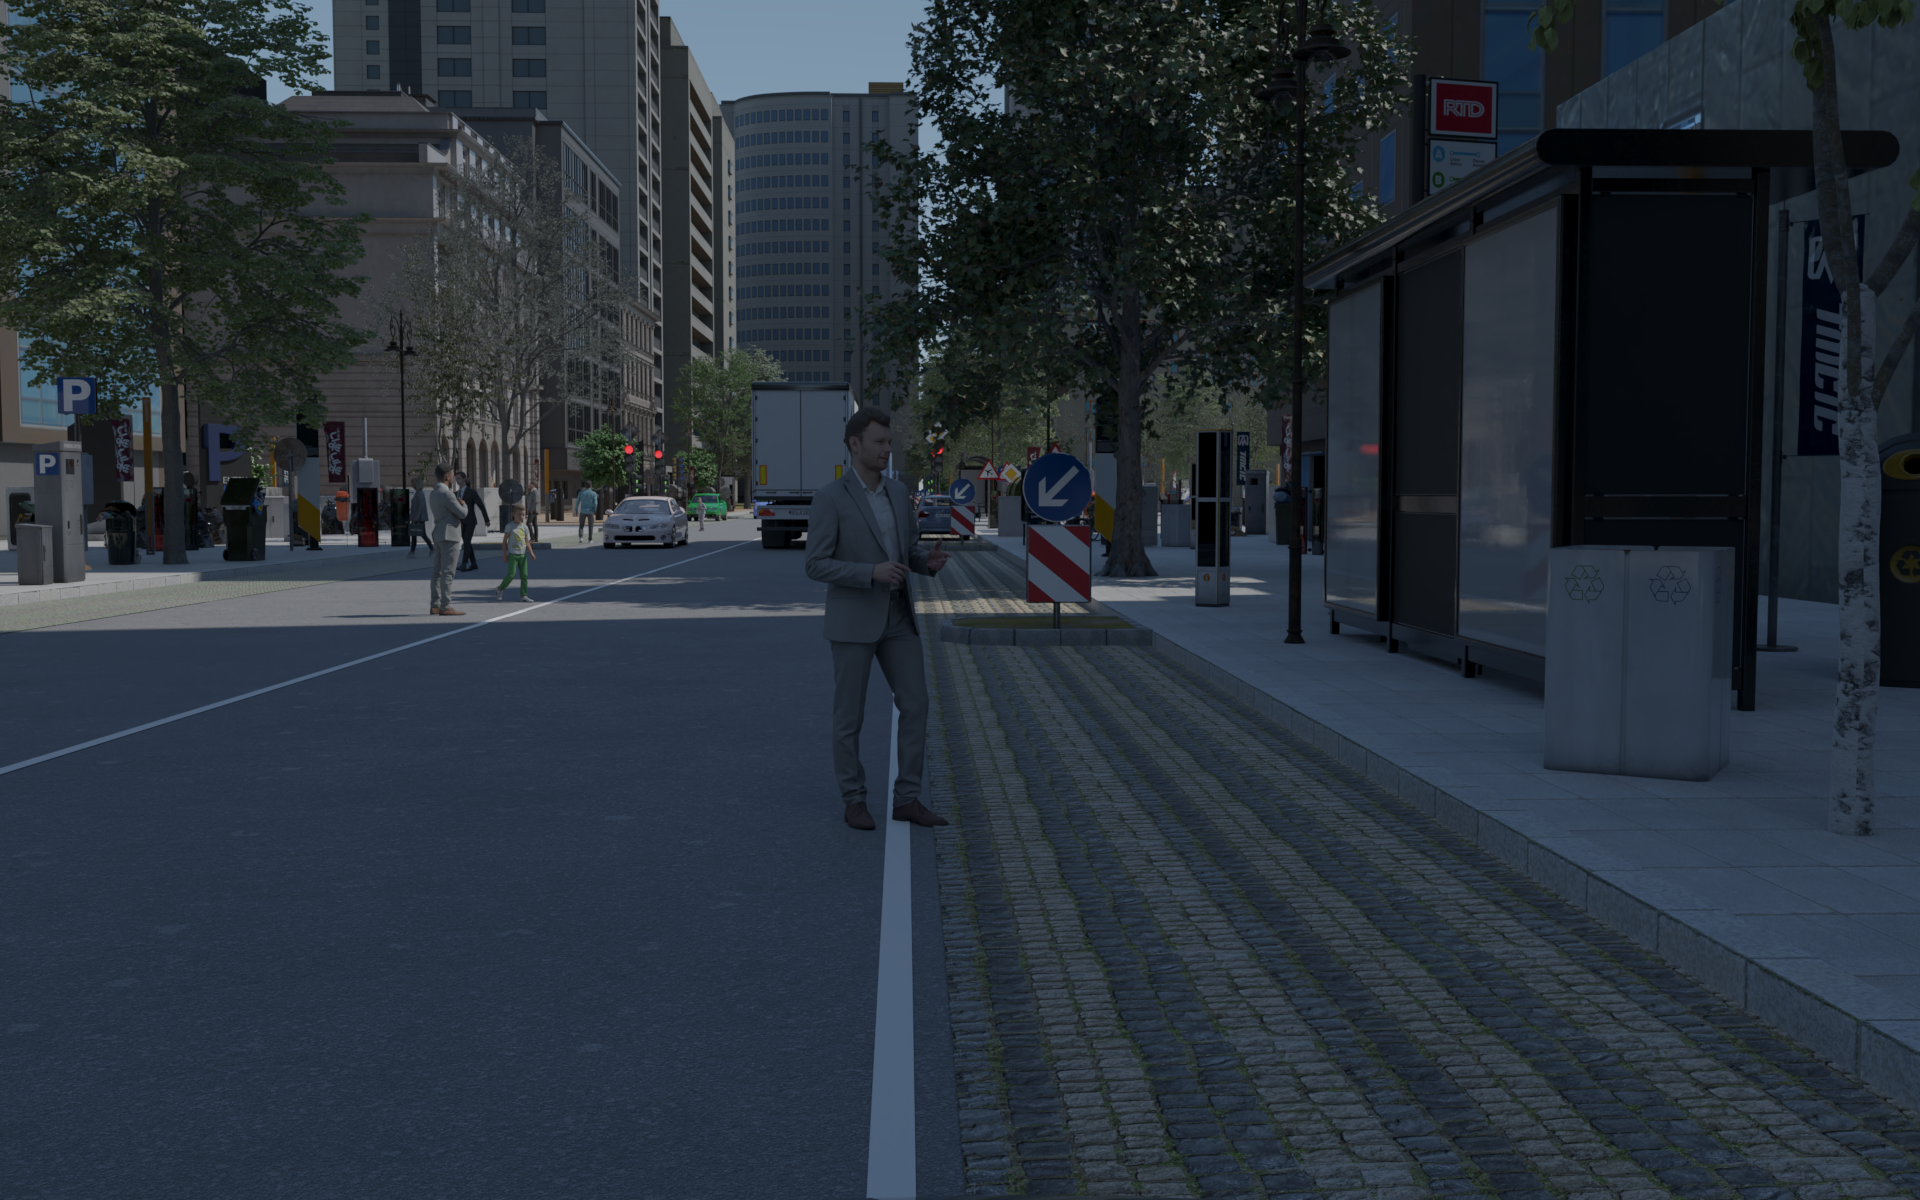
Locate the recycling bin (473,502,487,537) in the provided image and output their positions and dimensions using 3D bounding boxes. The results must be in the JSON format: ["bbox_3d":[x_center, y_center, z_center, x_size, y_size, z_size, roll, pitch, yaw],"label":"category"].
[{"bbox_3d":[-14.768,-2.439,52.439,0.722,1.027,0.722,-2,4,-30],"label":"recycling bin"}]

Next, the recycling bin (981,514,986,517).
[{"bbox_3d":[1.221,-5.234,98.131,0.722,1.027,0.722,1,4,12],"label":"recycling bin"}]

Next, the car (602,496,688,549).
[{"bbox_3d":[-8.509,-2.126,47.116,2.083,1.381,4.827,0,4,-2],"label":"car"}]

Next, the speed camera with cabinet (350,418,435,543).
[{"bbox_3d":[-14.890,-3.124,45.415,2.038,3.252,0.660,-2,4,-26],"label":"speed camera with cabinet"}]

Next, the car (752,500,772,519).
[{"bbox_3d":[-11.030,-5.548,100.304,1.945,1.707,3.694,0,4,-2],"label":"car"}]

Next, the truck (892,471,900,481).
[{"bbox_3d":[-7.838,-12.509,194.276,2.967,4.110,18.799,0,4,-2],"label":"truck"}]

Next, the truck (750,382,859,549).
[{"bbox_3d":[-4.154,-3.668,48.882,2.839,4.237,11.283,0,4,-2],"label":"truck"}]

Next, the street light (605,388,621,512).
[{"bbox_3d":[-14.965,-6.236,74.752,0.468,5.910,1.993,0,4,-2],"label":"street light"}]

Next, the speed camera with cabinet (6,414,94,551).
[{"bbox_3d":[-20.467,-2.725,38.893,2.038,3.252,0.660,1,4,20],"label":"speed camera with cabinet"}]

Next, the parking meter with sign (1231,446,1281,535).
[{"bbox_3d":[9.379,-3.573,54.673,1.738,3.016,0.543,2,4,24],"label":"parking meter with sign"}]

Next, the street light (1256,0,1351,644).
[{"bbox_3d":[2.879,-2.565,14.728,0.468,5.910,1.993,0,4,-2],"label":"street light"}]

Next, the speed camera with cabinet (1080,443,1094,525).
[{"bbox_3d":[4.768,-4.465,67.335,0.660,3.252,2.038,0,4,-4],"label":"speed camera with cabinet"}]

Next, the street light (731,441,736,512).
[{"bbox_3d":[-16.568,-9.398,126.440,0.468,5.910,1.993,0,4,-2],"label":"street light"}]

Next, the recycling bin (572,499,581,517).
[{"bbox_3d":[-21.593,-5.257,98.511,0.722,1.027,0.722,-2,4,-32],"label":"recycling bin"}]

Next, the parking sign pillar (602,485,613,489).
[{"bbox_3d":[-21.982,-7.416,109.729,1.447,3.967,1.447,0,4,-4],"label":"parking sign pillar"}]

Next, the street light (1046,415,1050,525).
[{"bbox_3d":[2.067,-4.140,40.470,0.468,5.910,1.993,0,4,-2],"label":"street light"}]

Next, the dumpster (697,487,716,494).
[{"bbox_3d":[-18.582,-7.403,126.799,1.264,1.857,1.865,0,4,-2],"label":"dumpster"}]

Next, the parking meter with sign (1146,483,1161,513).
[{"bbox_3d":[13.104,-7.520,119.205,1.738,3.016,0.543,1,4,11],"label":"parking meter with sign"}]

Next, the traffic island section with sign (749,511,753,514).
[{"bbox_3d":[-14.289,-7.194,126.250,1.989,1.847,2.006,0,4,-2],"label":"traffic island section with sign"}]

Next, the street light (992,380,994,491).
[{"bbox_3d":[1.249,-5.711,66.159,0.468,5.910,1.993,0,4,-2],"label":"street light"}]

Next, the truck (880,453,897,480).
[{"bbox_3d":[-4.846,-6.229,91.597,2.967,4.110,18.799,0,4,-2],"label":"truck"}]

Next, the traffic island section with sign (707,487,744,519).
[{"bbox_3d":[-13.420,-5.546,99.308,1.989,1.847,2.006,0,4,-2],"label":"traffic island section with sign"}]

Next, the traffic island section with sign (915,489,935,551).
[{"bbox_3d":[-0.073,-2.172,44.144,1.989,1.847,2.006,0,4,-2],"label":"traffic island section with sign"}]

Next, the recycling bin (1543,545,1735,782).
[{"bbox_3d":[3.202,0.269,8.158,0.722,1.027,0.722,2,4,32],"label":"recycling bin"}]

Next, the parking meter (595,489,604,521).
[{"bbox_3d":[-18.956,-5.061,91.159,0.372,1.533,0.369,0,3,0],"label":"parking meter"}]

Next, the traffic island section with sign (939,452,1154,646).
[{"bbox_3d":[0.796,-0.522,17.166,1.989,1.847,2.006,0,4,-2],"label":"traffic island section with sign"}]

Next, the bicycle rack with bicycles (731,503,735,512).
[{"bbox_3d":[-17.710,-6.729,123.405,2.925,0.926,2.852,0,4,3],"label":"bicycle rack with bicycles"}]

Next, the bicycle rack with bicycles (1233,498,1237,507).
[{"bbox_3d":[22.700,-8.311,149.265,2.852,0.926,2.925,0,4,1],"label":"bicycle rack with bicycles"}]

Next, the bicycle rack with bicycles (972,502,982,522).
[{"bbox_3d":[1.545,-4.090,80.259,2.852,0.926,2.925,0,4,-7],"label":"bicycle rack with bicycles"}]

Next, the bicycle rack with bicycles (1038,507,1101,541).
[{"bbox_3d":[3.166,-2.071,47.241,2.925,0.926,2.852,-1,4,-15],"label":"bicycle rack with bicycles"}]

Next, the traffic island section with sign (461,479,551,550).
[{"bbox_3d":[-11.664,-2.210,44.756,1.989,1.847,2.006,0,4,-2],"label":"traffic island section with sign"}]

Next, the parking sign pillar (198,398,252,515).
[{"bbox_3d":[-20.469,-3.658,48.278,1.447,3.967,1.447,3,5,42],"label":"parking sign pillar"}]

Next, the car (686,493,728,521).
[{"bbox_3d":[-13.384,-5.062,91.562,1.959,1.807,4.718,0,4,-1],"label":"car"}]

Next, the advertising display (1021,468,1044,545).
[{"bbox_3d":[1.835,-2.351,43.655,0.123,1.923,0.974,2,4,33],"label":"advertising display"}]

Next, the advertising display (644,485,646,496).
[{"bbox_3d":[-23.422,-7.429,126.679,0.974,1.923,0.123,-1,4,-10],"label":"advertising display"}]

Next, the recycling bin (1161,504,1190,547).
[{"bbox_3d":[5.393,-1.817,42.255,0.722,1.027,0.722,-2,4,-26],"label":"recycling bin"}]

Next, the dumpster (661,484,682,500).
[{"bbox_3d":[-17.468,-6.029,104.337,1.264,1.857,1.865,0,4,-2],"label":"dumpster"}]

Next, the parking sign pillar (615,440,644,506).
[{"bbox_3d":[-16.208,-5.913,85.157,1.447,3.967,1.447,-1,4,-12],"label":"parking sign pillar"}]

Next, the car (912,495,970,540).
[{"bbox_3d":[-0.600,-2.598,54.472,2.014,1.417,4.499,0,4,-2],"label":"car"}]

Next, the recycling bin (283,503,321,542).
[{"bbox_3d":[-17.731,-2.088,46.691,0.722,1.027,0.722,1,4,10],"label":"recycling bin"}]

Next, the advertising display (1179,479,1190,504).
[{"bbox_3d":[9.853,-4.335,76.085,0.123,1.923,0.974,2,4,31],"label":"advertising display"}]

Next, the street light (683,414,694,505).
[{"bbox_3d":[-15.764,-7.826,100.751,0.468,5.910,1.993,0,4,-2],"label":"street light"}]

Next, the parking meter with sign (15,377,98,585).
[{"bbox_3d":[-13.092,-1.762,25.076,0.543,3.016,1.738,0,4,-5],"label":"parking meter with sign"}]

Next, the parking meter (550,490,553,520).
[{"bbox_3d":[-20.166,-4.747,86.016,0.372,1.533,0.369,0,3,0],"label":"parking meter"}]

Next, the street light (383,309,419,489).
[{"bbox_3d":[-13.994,-4.326,43.526,0.468,5.910,1.993,0,4,-2],"label":"street light"}]

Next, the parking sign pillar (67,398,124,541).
[{"bbox_3d":[-23.681,-3.608,47.464,1.447,3.967,1.447,-1,4,-16],"label":"parking sign pillar"}]
